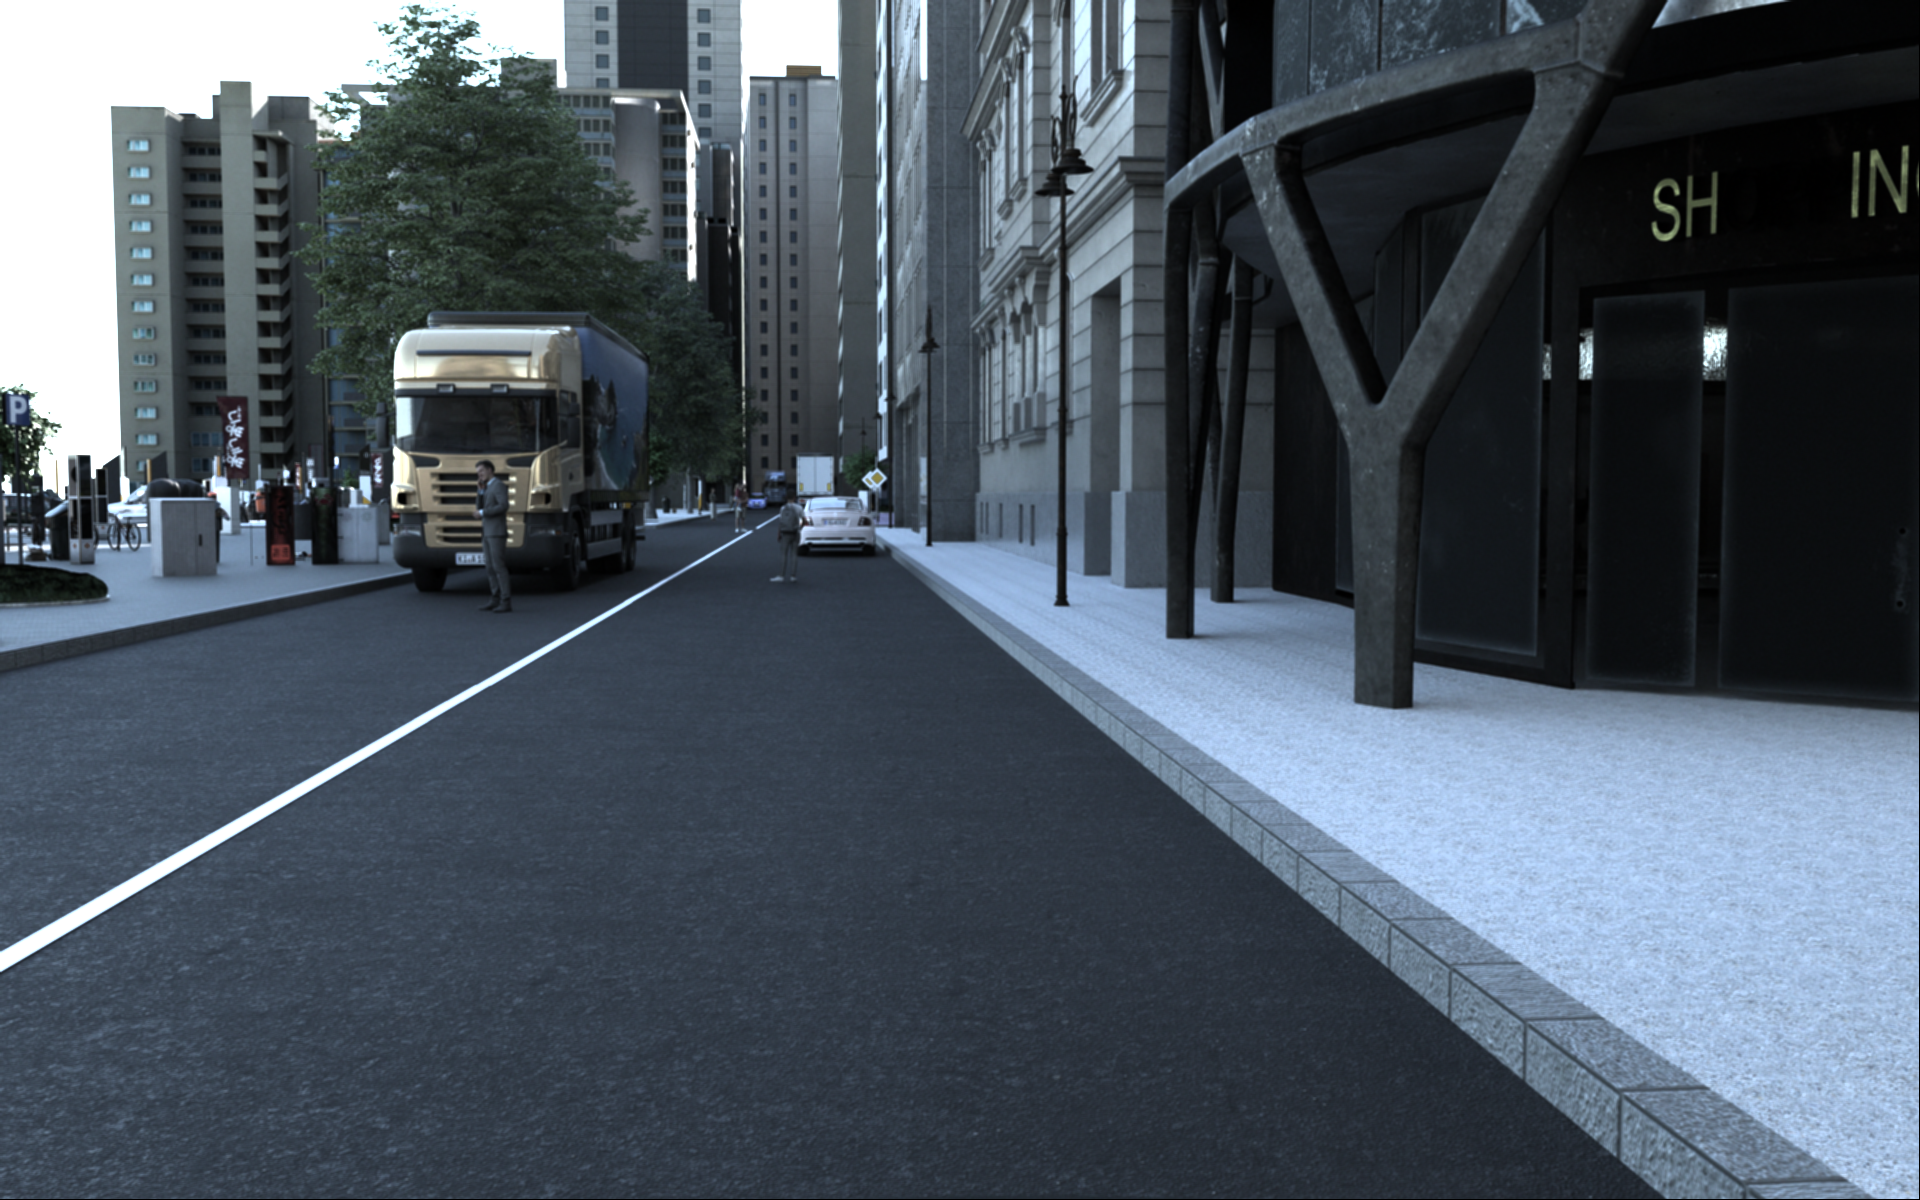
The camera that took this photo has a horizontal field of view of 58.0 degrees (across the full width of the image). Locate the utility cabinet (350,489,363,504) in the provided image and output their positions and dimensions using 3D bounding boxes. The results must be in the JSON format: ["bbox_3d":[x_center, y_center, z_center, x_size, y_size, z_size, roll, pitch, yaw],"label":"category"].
[{"bbox_3d":[-27.169,-4.242,78.041,0.318,1.500,1.173,0,4,-7],"label":"utility cabinet"}]

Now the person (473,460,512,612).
[{"bbox_3d":[-5.739,-0.786,21.157,0.447,1.846,0.655,-2,4,-35],"label":"person"}]

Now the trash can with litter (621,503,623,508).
[{"bbox_3d":[-23.342,-6.566,118.409,1.678,1.210,2.233,2,4,25],"label":"trash can with litter"}]

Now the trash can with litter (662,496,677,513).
[{"bbox_3d":[-19.484,-6.423,116.397,1.055,1.170,0.624,-1,4,-10],"label":"trash can with litter"}]

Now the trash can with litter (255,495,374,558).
[{"bbox_3d":[-13.052,-1.482,35.292,2.233,1.210,1.678,0,4,-5],"label":"trash can with litter"}]

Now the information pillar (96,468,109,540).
[{"bbox_3d":[-24.147,-2.706,48.731,0.304,2.012,0.304,-2,4,-32],"label":"information pillar"}]

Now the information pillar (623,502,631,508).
[{"bbox_3d":[-14.727,-5.212,76.575,0.183,3.616,0.504,2,4,23],"label":"information pillar"}]

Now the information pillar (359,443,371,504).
[{"bbox_3d":[-27.233,-5.381,79.340,0.504,3.616,0.183,-1,4,-14],"label":"information pillar"}]

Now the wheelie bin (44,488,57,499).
[{"bbox_3d":[-48.827,-5.194,92.828,0.693,1.594,0.980,0,4,4],"label":"wheelie bin"}]

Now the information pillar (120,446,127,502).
[{"bbox_3d":[-40.839,-5.703,84.597,0.504,3.616,0.183,3,5,40],"label":"information pillar"}]

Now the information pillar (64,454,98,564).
[{"bbox_3d":[-16.107,-1.666,31.729,0.304,2.012,0.304,2,4,27],"label":"information pillar"}]

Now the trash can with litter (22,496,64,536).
[{"bbox_3d":[-28.272,-2.594,53.470,1.678,1.210,2.233,1,4,20],"label":"trash can with litter"}]

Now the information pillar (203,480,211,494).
[{"bbox_3d":[-39.685,-5.309,91.292,0.304,2.012,0.304,-3,5,-44],"label":"information pillar"}]

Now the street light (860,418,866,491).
[{"bbox_3d":[-5.762,-7.973,103.141,0.468,5.910,1.993,0,4,-5],"label":"street light"}]

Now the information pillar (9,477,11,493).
[{"bbox_3d":[-74.056,-8.794,135.139,0.504,3.616,0.183,2,4,33],"label":"information pillar"}]

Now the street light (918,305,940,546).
[{"bbox_3d":[-0.760,-4.261,42.462,0.468,5.910,1.993,0,4,-5],"label":"street light"}]

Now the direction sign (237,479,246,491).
[{"bbox_3d":[-55.820,-8.723,134.624,0.876,3.537,0.379,2,4,26],"label":"direction sign"}]

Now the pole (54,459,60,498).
[{"bbox_3d":[-52.378,-6.522,100.479,0.158,3.312,0.155,0,3,0],"label":"pole"}]

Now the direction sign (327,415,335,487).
[{"bbox_3d":[-18.156,-3.551,50.052,0.379,3.537,0.876,-1,4,-9],"label":"direction sign"}]

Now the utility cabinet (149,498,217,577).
[{"bbox_3d":[-12.266,-0.992,27.383,0.306,1.237,1.020,2,4,26],"label":"utility cabinet"}]

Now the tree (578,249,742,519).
[{"bbox_3d":[-16.043,-11.147,88.911,9.857,13.997,8.962,0,3,0],"label":"tree"}]

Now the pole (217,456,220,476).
[{"bbox_3d":[-40.052,-6.099,93.567,0.158,3.312,0.155,0,3,0],"label":"pole"}]

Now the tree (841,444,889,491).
[{"bbox_3d":[-6.176,-7.960,113.859,4.285,4.588,4.351,0,3,0],"label":"tree"}]

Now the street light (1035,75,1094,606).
[{"bbox_3d":[1.169,-2.871,19.722,0.468,5.910,1.993,0,4,-5],"label":"street light"}]

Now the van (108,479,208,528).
[{"bbox_3d":[-31.615,-3.716,67.764,4.112,2.044,2.013,0,4,-6],"label":"van"}]

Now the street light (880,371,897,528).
[{"bbox_3d":[-2.618,-5.645,65.076,0.468,5.910,1.993,0,4,-5],"label":"street light"}]

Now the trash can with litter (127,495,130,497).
[{"bbox_3d":[-63.544,-7.419,132.359,2.233,1.210,1.678,3,5,39],"label":"trash can with litter"}]

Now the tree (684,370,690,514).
[{"bbox_3d":[-12.467,-8.069,50.050,7.486,12.596,7.792,0,3,0],"label":"tree"}]

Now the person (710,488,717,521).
[{"bbox_3d":[-12.995,-5.037,91.405,0.362,1.759,0.519,1,4,13],"label":"person"}]

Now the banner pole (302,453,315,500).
[{"bbox_3d":[-39.398,-7.012,104.666,0.863,3.779,0.401,0,4,-6],"label":"banner pole"}]

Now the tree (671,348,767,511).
[{"bbox_3d":[-19.448,-13.092,131.059,9.611,12.733,9.660,0,3,0],"label":"tree"}]

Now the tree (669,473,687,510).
[{"bbox_3d":[-22.464,-11.703,141.711,4.360,8.622,3.978,0,3,0],"label":"tree"}]

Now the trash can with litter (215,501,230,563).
[{"bbox_3d":[-13.996,-1.252,31.862,0.624,1.170,1.055,1,4,14],"label":"trash can with litter"}]

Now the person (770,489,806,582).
[{"bbox_3d":[-2.810,-1.057,28.373,0.523,1.515,0.503,3,4,37],"label":"person"}]

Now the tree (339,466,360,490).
[{"bbox_3d":[-40.986,-7.430,116.085,1.663,3.219,1.824,0,3,0],"label":"tree"}]

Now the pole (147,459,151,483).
[{"bbox_3d":[-47.360,-6.568,101.224,0.158,3.312,0.155,0,3,0],"label":"pole"}]

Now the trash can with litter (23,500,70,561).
[{"bbox_3d":[-17.520,-1.347,33.408,0.624,1.170,1.055,3,4,38],"label":"trash can with litter"}]

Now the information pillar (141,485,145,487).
[{"bbox_3d":[-65.493,-8.226,138.981,0.304,2.012,0.304,2,4,33],"label":"information pillar"}]

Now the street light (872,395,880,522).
[{"bbox_3d":[-3.838,-6.594,80.592,0.468,5.910,1.993,0,4,-5],"label":"street light"}]

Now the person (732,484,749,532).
[{"bbox_3d":[-8.306,-3.483,65.414,0.573,1.828,0.580,2,4,25],"label":"person"}]

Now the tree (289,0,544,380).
[{"bbox_3d":[-11.805,-7.495,40.666,7.486,12.596,7.792,0,3,0],"label":"tree"}]

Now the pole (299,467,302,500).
[{"bbox_3d":[-50.027,-8.416,131.438,0.158,3.312,0.155,0,3,0],"label":"pole"}]

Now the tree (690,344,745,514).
[{"bbox_3d":[-18.165,-11.959,113.650,7.486,12.596,7.792,0,3,0],"label":"tree"}]

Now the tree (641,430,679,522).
[{"bbox_3d":[-14.585,-5.885,79.941,4.285,4.588,4.351,0,3,0],"label":"tree"}]

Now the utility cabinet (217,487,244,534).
[{"bbox_3d":[-23.360,-2.854,55.346,0.318,1.500,1.173,-3,5,-43],"label":"utility cabinet"}]

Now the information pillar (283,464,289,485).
[{"bbox_3d":[-52.688,-8.812,135.432,0.504,3.616,0.183,2,4,31],"label":"information pillar"}]

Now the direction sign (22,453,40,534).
[{"bbox_3d":[-30.146,-3.905,55.845,0.876,3.537,0.379,-1,4,-18],"label":"direction sign"}]

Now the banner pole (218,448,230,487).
[{"bbox_3d":[-40.036,-6.371,94.182,0.401,3.779,0.863,2,4,32],"label":"banner pole"}]

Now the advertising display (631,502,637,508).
[{"bbox_3d":[-18.987,-5.773,99.607,0.123,1.923,0.974,2,4,34],"label":"advertising display"}]

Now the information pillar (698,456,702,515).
[{"bbox_3d":[-15.895,-7.004,105.877,0.183,3.616,0.504,-1,4,-19],"label":"information pillar"}]

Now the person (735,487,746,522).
[{"bbox_3d":[-11.182,-4.844,87.877,0.709,1.800,0.728,2,4,26],"label":"person"}]

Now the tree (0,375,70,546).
[{"bbox_3d":[-23.977,-3.622,42.929,4.285,4.588,4.351,0,3,0],"label":"tree"}]
